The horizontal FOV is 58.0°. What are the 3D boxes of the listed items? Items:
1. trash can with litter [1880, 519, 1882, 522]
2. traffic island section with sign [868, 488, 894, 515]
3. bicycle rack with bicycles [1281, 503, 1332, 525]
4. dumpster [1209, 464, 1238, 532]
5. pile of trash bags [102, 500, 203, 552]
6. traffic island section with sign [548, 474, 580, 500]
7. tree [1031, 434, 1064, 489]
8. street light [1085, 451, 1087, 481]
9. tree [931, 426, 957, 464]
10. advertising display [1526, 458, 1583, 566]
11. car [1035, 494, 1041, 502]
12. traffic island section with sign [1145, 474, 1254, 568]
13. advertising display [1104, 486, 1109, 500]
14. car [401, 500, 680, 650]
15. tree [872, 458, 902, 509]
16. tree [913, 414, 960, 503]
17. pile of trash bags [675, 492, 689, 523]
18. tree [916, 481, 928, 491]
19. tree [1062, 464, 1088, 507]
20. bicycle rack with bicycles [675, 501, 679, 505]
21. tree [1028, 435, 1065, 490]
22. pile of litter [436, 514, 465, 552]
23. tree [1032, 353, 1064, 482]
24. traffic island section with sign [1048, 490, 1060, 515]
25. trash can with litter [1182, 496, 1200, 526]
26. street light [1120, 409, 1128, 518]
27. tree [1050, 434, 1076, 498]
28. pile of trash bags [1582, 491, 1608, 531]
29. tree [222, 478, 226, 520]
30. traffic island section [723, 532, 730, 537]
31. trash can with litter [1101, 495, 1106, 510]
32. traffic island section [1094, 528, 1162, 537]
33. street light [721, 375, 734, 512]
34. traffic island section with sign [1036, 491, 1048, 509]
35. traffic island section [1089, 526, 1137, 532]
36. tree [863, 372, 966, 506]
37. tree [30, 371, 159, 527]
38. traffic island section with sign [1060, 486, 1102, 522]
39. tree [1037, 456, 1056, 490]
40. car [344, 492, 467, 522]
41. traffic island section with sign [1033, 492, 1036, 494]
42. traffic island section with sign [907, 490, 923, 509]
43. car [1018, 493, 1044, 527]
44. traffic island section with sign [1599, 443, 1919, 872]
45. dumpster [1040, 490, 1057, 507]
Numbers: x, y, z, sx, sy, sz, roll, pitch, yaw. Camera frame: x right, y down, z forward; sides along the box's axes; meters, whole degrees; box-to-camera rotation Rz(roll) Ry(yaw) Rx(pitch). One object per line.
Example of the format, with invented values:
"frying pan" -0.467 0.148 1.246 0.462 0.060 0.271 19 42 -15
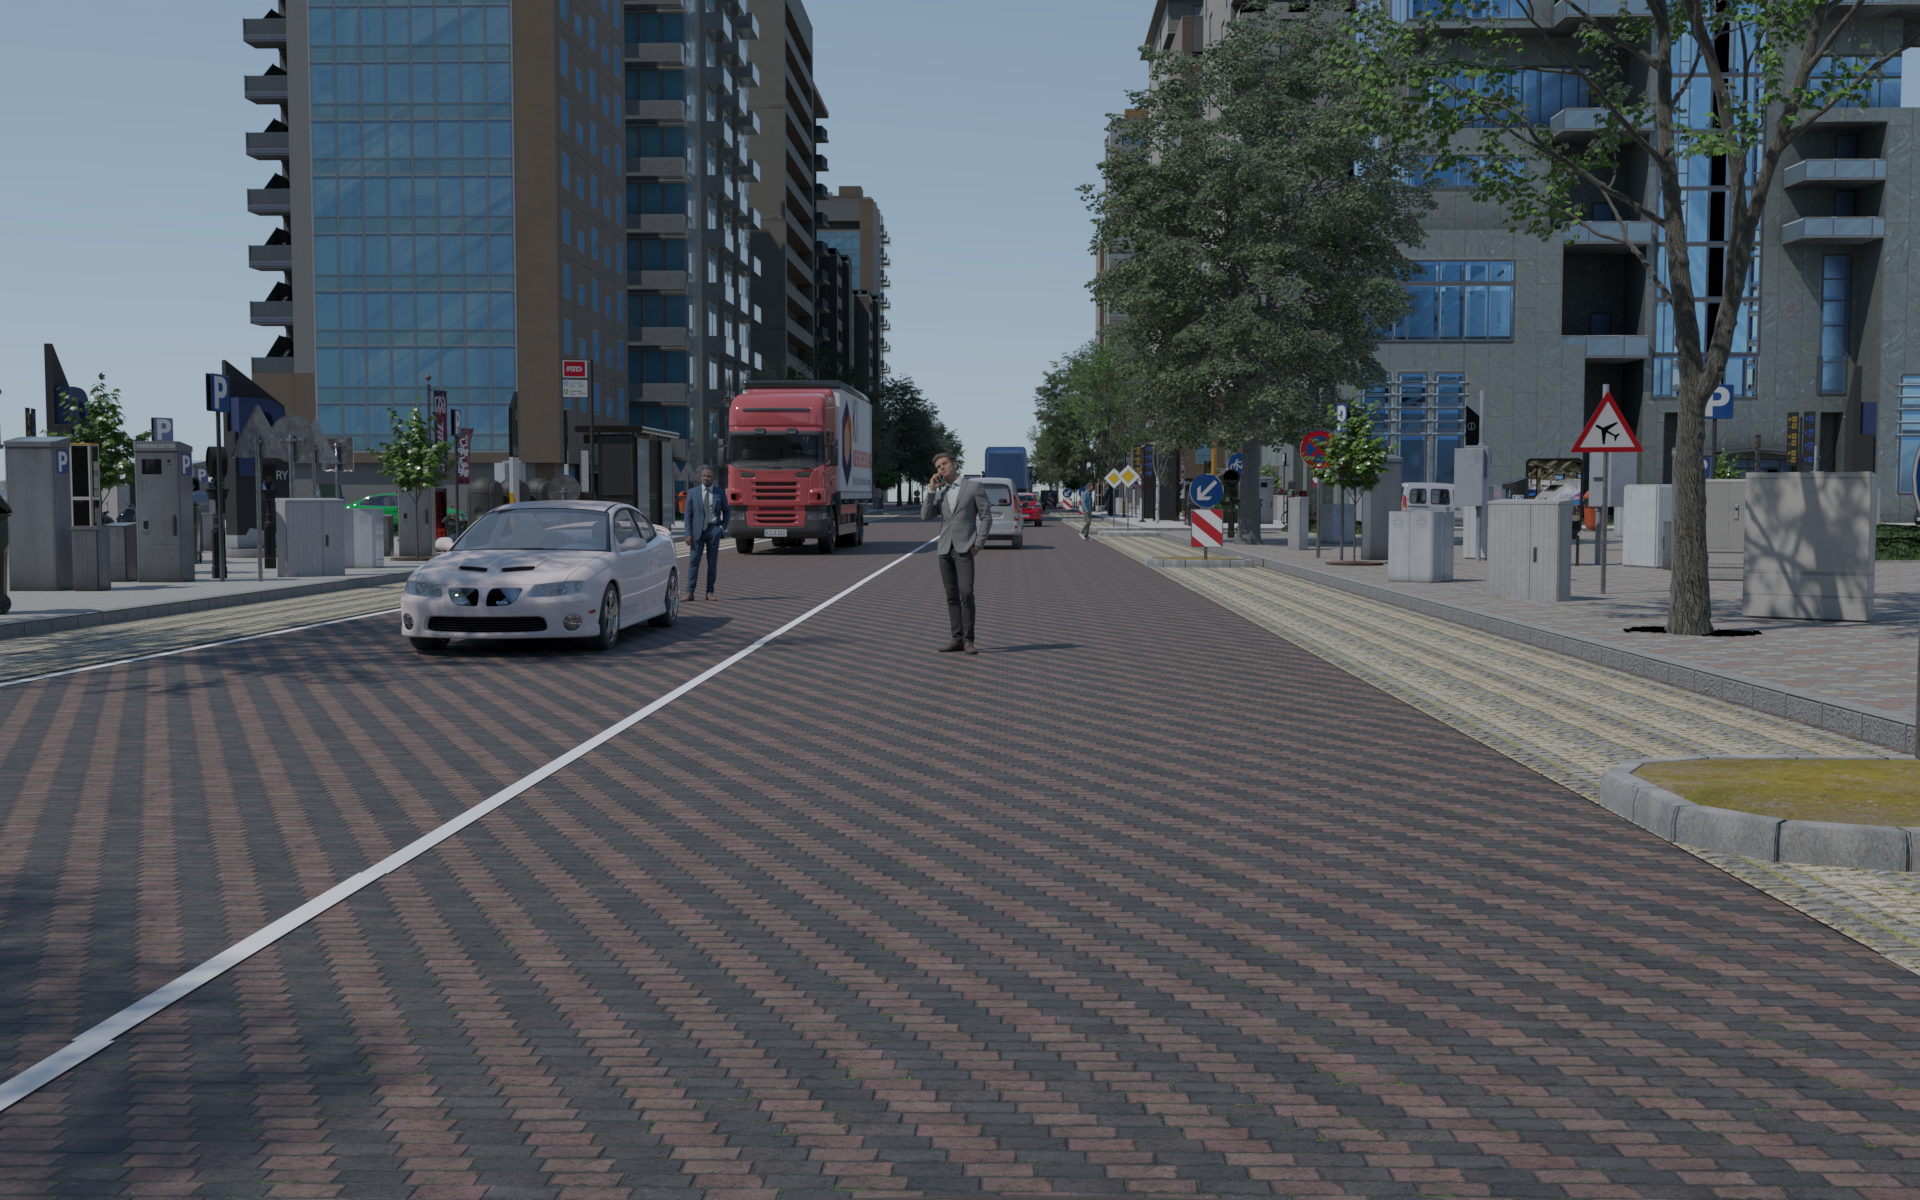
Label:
"trash can with litter" 37.699 -3.689 71.697 1.055 1.170 0.624 3 4 36
"traffic island section with sign" -5.510 -6.639 117.175 1.989 1.847 2.006 0 4 2
"bicycle rack with bicycles" 14.141 -3.359 68.298 2.925 0.926 2.852 0 4 6
"dumpster" 8.831 -3.326 56.871 1.502 2.255 1.985 0 4 2
"pile of trash bags" -17.878 -1.649 36.712 1.912 1.369 3.447 1 4 16
"traffic island section with sign" -7.932 -1.571 34.322 1.989 1.847 2.006 0 4 2
"tree" 14.674 -21.461 269.010 7.486 12.596 7.792 0 3 0
"street light" 10.225 -10.301 141.212 0.468 5.910 1.993 0 4 2
"tree" -4.070 -20.272 257.195 9.928 11.665 9.643 0 3 0
"advertising display" 10.627 -1.578 31.017 0.974 1.923 0.123 1 4 21
"car" 10.853 -14.171 240.484 1.959 1.807 4.718 0 4 3
"traffic island section with sign" 4.703 -1.576 34.397 1.989 1.847 2.006 0 4 2
"advertising display" 12.168 -8.366 141.994 0.123 1.923 0.974 -2 4 -34
"car" -4.069 -0.312 17.456 2.083 1.381 4.827 0 4 2
"tree" -6.585 -10.102 148.878 4.285 4.588 4.351 0 3 0
"tree" -5.309 -20.103 239.052 12.009 13.543 11.850 0 3 0
"pile of trash bags" -13.454 -4.069 76.277 3.447 1.369 1.912 -2 4 -31
"tree" -5.360 -16.247 216.007 4.737 8.622 4.395 0 3 0
"tree" 11.563 -11.559 172.704 4.285 4.588 4.351 0 3 0
"bicycle rack with bicycles" -14.099 -4.658 89.537 2.852 0.926 2.925 -1 4 -16
"tree" 15.291 -22.891 291.267 9.611 12.733 9.660 0 3 0
"pile of litter" -11.294 -1.508 38.615 1.719 0.858 1.176 0 4 -1
"tree" 11.148 -15.193 155.067 9.857 13.997 8.962 0 3 0
"traffic island section with sign" 7.111 -6.623 116.907 1.989 1.847 2.006 0 4 2
"trash can with litter" 9.353 -3.487 68.402 0.624 1.170 1.055 -1 4 -13
"street light" 8.731 -7.315 92.389 0.468 5.910 1.993 0 4 2
"tree" 12.551 -15.360 201.498 4.737 8.622 4.395 0 3 0
"pile of trash bags" 15.852 -1.807 39.289 3.447 1.369 1.912 0 4 1
"tree" -35.920 -5.573 85.717 1.663 3.219 1.824 0 3 0
"traffic island section" -7.187 -2.274 59.463 2.009 0.180 2.903 0 4 2
"trash can with litter" 11.054 -7.834 139.148 2.233 1.210 1.678 -1 4 -14
"traffic island section" 5.748 -2.251 59.082 2.009 0.180 2.903 0 4 2
"street light" -8.970 -5.800 67.612 0.468 5.910 1.993 0 4 2
"traffic island section with sign" 8.537 -9.632 166.104 1.989 1.847 2.006 0 4 2
"traffic island section" 5.981 -2.739 67.063 2.009 0.180 2.903 0 4 2
"tree" -6.218 -16.739 180.339 9.857 13.997 8.962 0 3 0
"tree" -13.417 -1.998 27.274 1.663 3.219 1.824 0 3 0
"traffic island section with sign" 6.292 -4.928 89.204 1.989 1.847 2.006 0 4 2
"tree" 13.725 -18.979 260.672 4.360 8.622 3.978 0 3 0
"car" -20.578 -3.387 64.180 4.718 1.807 1.959 0 4 2
"traffic island section with sign" 9.332 -11.280 193.047 1.989 1.847 2.006 0 4 2
"traffic island section with sign" -4.072 -9.649 166.384 1.989 1.847 2.006 0 4 2
"car" 2.717 -4.176 77.325 2.155 1.783 4.494 0 3 0
"traffic island section with sign" 3.919 0.072 7.453 1.989 1.847 2.006 0 4 2
"dumpster" 9.278 -10.553 180.755 1.865 1.857 1.264 0 4 3
